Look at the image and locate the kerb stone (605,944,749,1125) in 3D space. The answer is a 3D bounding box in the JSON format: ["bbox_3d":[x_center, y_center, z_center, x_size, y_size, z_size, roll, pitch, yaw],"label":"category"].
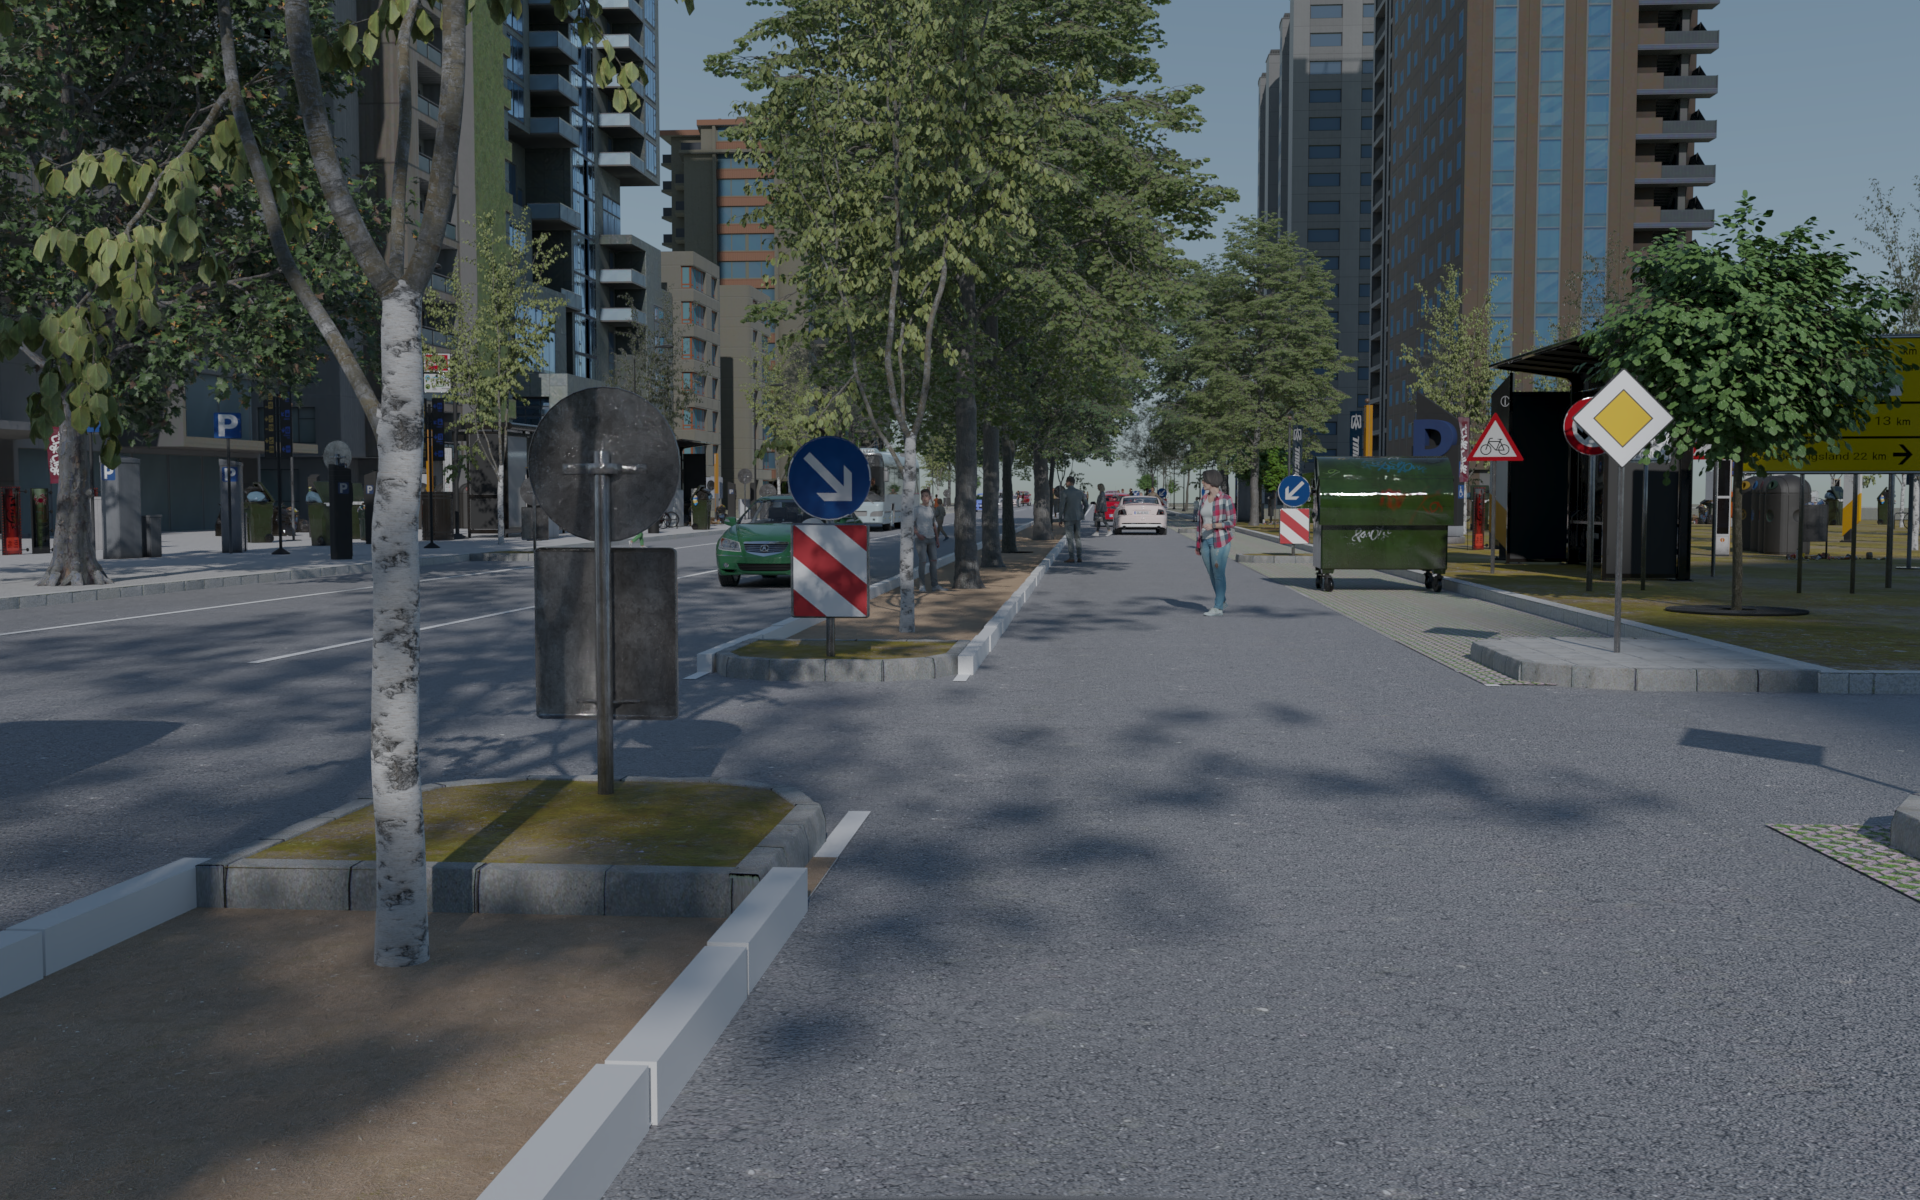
[{"bbox_3d":[-0.706,1.090,4.430,0.120,0.150,1.000,0,4,5],"label":"kerb stone"}]

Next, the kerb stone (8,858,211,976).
[{"bbox_3d":[-2.717,1.014,5.610,0.120,0.150,1.000,0,4,5],"label":"kerb stone"}]

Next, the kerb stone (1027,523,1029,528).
[{"bbox_3d":[2.653,-3.020,71.573,0.120,0.150,1.000,0,4,5],"label":"kerb stone"}]

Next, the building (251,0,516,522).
[{"bbox_3d":[-29.645,-24.186,79.034,14.154,41.232,14.086,0,4,5],"label":"building"}]

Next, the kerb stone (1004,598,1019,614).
[{"bbox_3d":[0.579,0.115,20.340,0.120,0.150,1.000,0,4,5],"label":"kerb stone"}]

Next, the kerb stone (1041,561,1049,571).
[{"bbox_3d":[1.506,-0.571,31.581,0.120,0.150,1.000,0,4,5],"label":"kerb stone"}]

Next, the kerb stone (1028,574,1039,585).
[{"bbox_3d":[1.083,-0.256,26.472,0.120,0.150,1.000,0,4,5],"label":"kerb stone"}]

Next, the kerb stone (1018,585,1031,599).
[{"bbox_3d":[0.844,-0.073,23.411,0.120,0.150,1.000,0,4,5],"label":"kerb stone"}]

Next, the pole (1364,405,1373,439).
[{"bbox_3d":[9.362,-2.811,39.798,0.158,3.312,0.155,0,3,0],"label":"pole"}]

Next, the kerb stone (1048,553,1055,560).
[{"bbox_3d":[1.836,-0.823,35.656,0.120,0.150,1.000,0,4,5],"label":"kerb stone"}]

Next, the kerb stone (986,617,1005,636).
[{"bbox_3d":[0.334,0.302,17.269,0.120,0.150,1.000,0,4,5],"label":"kerb stone"}]

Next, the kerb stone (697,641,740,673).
[{"bbox_3d":[-2.008,0.478,14.373,0.120,0.150,1.000,0,4,5],"label":"kerb stone"}]

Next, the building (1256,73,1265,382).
[{"bbox_3d":[50.176,-42.130,230.816,21.231,58.520,28.212,0,4,5],"label":"building"}]

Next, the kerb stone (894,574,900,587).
[{"bbox_3d":[-1.003,-0.267,26.652,0.120,0.150,1.000,0,4,5],"label":"kerb stone"}]

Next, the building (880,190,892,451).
[{"bbox_3d":[-20.763,-35.322,232.131,22.147,44.769,28.867,0,4,5],"label":"building"}]

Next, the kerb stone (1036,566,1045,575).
[{"bbox_3d":[1.332,-0.446,29.539,0.120,0.150,1.000,0,4,5],"label":"kerb stone"}]

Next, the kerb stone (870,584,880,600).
[{"bbox_3d":[-1.247,-0.085,23.591,0.120,0.150,1.000,0,4,5],"label":"kerb stone"}]

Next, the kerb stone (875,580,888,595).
[{"bbox_3d":[-1.174,-0.148,24.610,0.120,0.150,1.000,0,4,5],"label":"kerb stone"}]

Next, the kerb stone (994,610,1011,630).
[{"bbox_3d":[0.423,0.239,18.287,0.120,0.150,1.000,0,4,5],"label":"kerb stone"}]

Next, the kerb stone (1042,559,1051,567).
[{"bbox_3d":[1.592,-0.636,32.599,0.120,0.150,1.000,0,4,5],"label":"kerb stone"}]

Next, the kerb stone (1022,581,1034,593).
[{"bbox_3d":[0.926,-0.137,24.430,0.120,0.150,1.000,0,4,5],"label":"kerb stone"}]

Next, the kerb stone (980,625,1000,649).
[{"bbox_3d":[0.260,0.367,16.247,0.120,0.150,1.000,0,4,5],"label":"kerb stone"}]

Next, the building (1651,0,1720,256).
[{"bbox_3d":[36.408,-27.865,105.709,14.600,45.320,14.200,0,4,5],"label":"building"}]

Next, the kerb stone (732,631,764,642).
[{"bbox_3d":[-1.919,0.417,15.404,0.120,0.150,1.000,0,4,5],"label":"kerb stone"}]

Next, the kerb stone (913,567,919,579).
[{"bbox_3d":[-0.755,-0.459,29.723,0.120,0.150,1.000,0,4,5],"label":"kerb stone"}]

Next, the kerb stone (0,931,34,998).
[{"bbox_3d":[-2.793,1.077,4.591,0.120,0.150,1.000,0,4,5],"label":"kerb stone"}]

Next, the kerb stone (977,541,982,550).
[{"bbox_3d":[0.573,-1.459,46.058,0.120,0.150,1.000,0,4,5],"label":"kerb stone"}]

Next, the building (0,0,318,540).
[{"bbox_3d":[-38.332,-28.215,50.555,28.713,52.752,27.495,0,4,5],"label":"building"}]

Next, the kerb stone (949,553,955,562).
[{"bbox_3d":[-0.258,-0.835,35.843,0.120,0.150,1.000,0,4,5],"label":"kerb stone"}]

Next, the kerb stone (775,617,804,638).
[{"bbox_3d":[-1.748,0.290,17.460,0.120,0.150,1.000,0,4,5],"label":"kerb stone"}]

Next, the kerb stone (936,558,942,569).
[{"bbox_3d":[-0.500,-0.645,32.787,0.120,0.150,1.000,0,4,5],"label":"kerb stone"}]

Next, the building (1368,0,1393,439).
[{"bbox_3d":[42.253,-42.701,136.412,20.563,71.187,20.611,0,4,5],"label":"building"}]

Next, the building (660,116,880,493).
[{"bbox_3d":[-22.643,-33.563,203.375,22.147,44.769,28.867,0,4,5],"label":"building"}]

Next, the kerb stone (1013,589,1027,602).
[{"bbox_3d":[0.749,-0.012,22.389,0.120,0.150,1.000,0,4,5],"label":"kerb stone"}]

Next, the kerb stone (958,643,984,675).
[{"bbox_3d":[0.085,0.488,14.211,0.120,0.150,1.000,0,4,5],"label":"kerb stone"}]

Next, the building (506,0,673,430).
[{"bbox_3d":[-30.840,-48.559,106.617,22.319,86.520,31.000,0,4,5],"label":"building"}]

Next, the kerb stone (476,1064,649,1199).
[{"bbox_3d":[-0.800,1.150,3.404,0.120,0.150,1.000,0,4,5],"label":"kerb stone"}]

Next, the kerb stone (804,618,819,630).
[{"bbox_3d":[-1.669,0.227,18.489,0.120,0.150,1.000,0,4,5],"label":"kerb stone"}]

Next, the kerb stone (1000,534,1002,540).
[{"bbox_3d":[1.484,-2.143,57.282,0.120,0.150,1.000,0,4,5],"label":"kerb stone"}]

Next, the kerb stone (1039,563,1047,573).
[{"bbox_3d":[1.413,-0.506,30.558,0.120,0.150,1.000,0,4,5],"label":"kerb stone"}]

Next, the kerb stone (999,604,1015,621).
[{"bbox_3d":[0.500,0.176,19.313,0.120,0.150,1.000,0,4,5],"label":"kerb stone"}]

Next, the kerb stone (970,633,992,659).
[{"bbox_3d":[0.166,0.426,15.229,0.120,0.150,1.000,0,4,5],"label":"kerb stone"}]

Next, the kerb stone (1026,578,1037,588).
[{"bbox_3d":[1.009,-0.191,25.449,0.120,0.150,1.000,0,4,5],"label":"kerb stone"}]

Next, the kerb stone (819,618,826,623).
[{"bbox_3d":[-1.586,0.164,19.508,0.120,0.150,1.000,0,4,5],"label":"kerb stone"}]

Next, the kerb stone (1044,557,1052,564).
[{"bbox_3d":[1.667,-0.699,33.618,0.120,0.150,1.000,0,4,5],"label":"kerb stone"}]

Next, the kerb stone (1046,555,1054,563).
[{"bbox_3d":[1.753,-0.761,34.637,0.120,0.150,1.000,0,4,5],"label":"kerb stone"}]

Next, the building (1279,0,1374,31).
[{"bbox_3d":[47.814,-40.399,202.517,21.231,58.520,28.212,0,4,5],"label":"building"}]

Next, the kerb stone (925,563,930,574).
[{"bbox_3d":[-0.675,-0.523,30.744,0.120,0.150,1.000,0,4,5],"label":"kerb stone"}]

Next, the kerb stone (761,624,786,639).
[{"bbox_3d":[-1.823,0.362,16.422,0.120,0.150,1.000,0,4,5],"label":"kerb stone"}]

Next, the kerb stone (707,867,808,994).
[{"bbox_3d":[-0.624,1.024,5.455,0.120,0.150,1.000,0,4,5],"label":"kerb stone"}]

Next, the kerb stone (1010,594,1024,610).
[{"bbox_3d":[0.671,0.057,21.370,0.120,0.150,1.000,0,4,5],"label":"kerb stone"}]

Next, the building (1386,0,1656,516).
[{"bbox_3d":[37.929,-28.728,119.806,14.600,45.320,14.200,0,4,5],"label":"building"}]

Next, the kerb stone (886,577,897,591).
[{"bbox_3d":[-1.086,-0.210,25.629,0.120,0.150,1.000,0,4,5],"label":"kerb stone"}]

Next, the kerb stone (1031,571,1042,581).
[{"bbox_3d":[1.177,-0.321,27.490,0.120,0.150,1.000,0,4,5],"label":"kerb stone"}]

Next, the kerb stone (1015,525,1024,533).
[{"bbox_3d":[2.309,-2.766,67.491,0.120,0.150,1.000,0,4,5],"label":"kerb stone"}]

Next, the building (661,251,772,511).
[{"bbox_3d":[-31.560,-17.977,138.965,27.650,21.520,28.899,0,4,5],"label":"building"}]

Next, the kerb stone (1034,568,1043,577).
[{"bbox_3d":[1.247,-0.387,28.521,0.120,0.150,1.000,0,4,5],"label":"kerb stone"}]

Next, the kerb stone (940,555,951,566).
[{"bbox_3d":[-0.338,-0.772,34.824,0.120,0.150,1.000,0,4,5],"label":"kerb stone"}]
